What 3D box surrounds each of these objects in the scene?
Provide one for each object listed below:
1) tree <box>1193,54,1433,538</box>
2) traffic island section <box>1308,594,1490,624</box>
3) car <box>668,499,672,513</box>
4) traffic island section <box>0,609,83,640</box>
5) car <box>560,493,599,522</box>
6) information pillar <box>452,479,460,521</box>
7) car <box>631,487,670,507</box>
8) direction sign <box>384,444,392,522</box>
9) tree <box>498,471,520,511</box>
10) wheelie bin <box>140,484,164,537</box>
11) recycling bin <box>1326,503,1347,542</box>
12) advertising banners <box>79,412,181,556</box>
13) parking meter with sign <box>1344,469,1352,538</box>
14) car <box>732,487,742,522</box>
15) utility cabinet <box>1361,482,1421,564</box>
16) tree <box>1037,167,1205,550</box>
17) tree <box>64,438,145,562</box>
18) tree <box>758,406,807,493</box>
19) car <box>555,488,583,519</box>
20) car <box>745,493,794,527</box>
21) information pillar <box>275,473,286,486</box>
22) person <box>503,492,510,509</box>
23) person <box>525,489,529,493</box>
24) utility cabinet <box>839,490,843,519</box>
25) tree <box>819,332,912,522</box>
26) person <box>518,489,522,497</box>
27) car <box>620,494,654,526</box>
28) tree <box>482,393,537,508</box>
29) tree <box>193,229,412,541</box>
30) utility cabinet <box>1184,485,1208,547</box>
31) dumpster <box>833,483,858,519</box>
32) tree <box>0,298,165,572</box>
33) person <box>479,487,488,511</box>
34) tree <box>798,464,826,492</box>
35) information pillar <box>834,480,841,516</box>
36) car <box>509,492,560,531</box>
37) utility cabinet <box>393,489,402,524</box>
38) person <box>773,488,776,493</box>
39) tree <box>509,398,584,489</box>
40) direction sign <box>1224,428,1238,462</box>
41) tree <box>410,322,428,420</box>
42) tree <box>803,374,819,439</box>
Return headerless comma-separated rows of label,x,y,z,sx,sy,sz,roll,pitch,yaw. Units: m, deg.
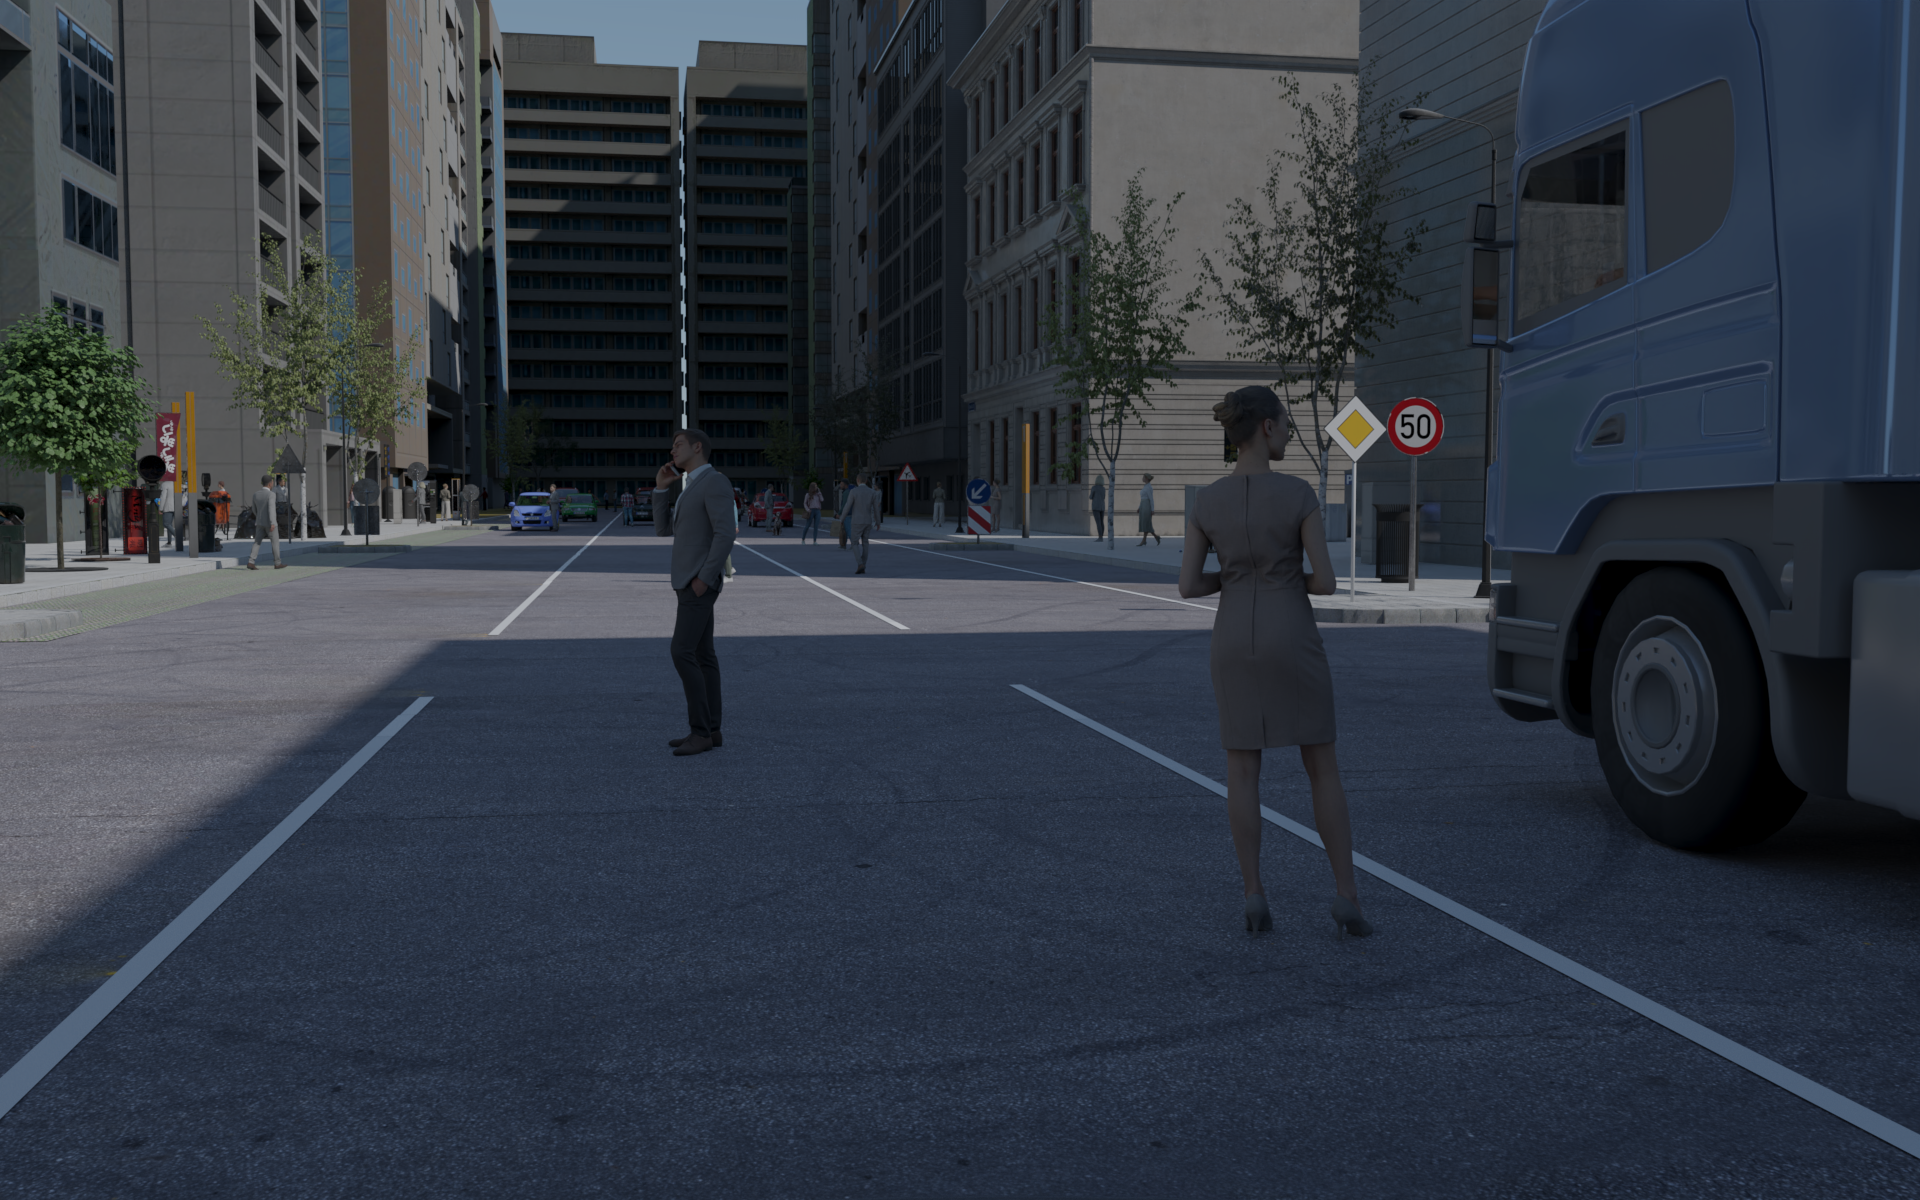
tree,6.179,-4.854,29.718,4.360,8.622,3.978,0,3,0
traffic island section,4.707,0.104,20.578,2.009,0.180,2.903,-1,4,-10
car,-22.328,-7.258,128.456,2.009,1.686,4.222,-1,4,-10
traffic island section,-10.383,0.273,17.817,2.009,0.180,2.903,-1,4,-10
car,-19.750,-4.963,89.935,1.959,1.807,4.718,-1,4,-12
information pillar,-24.374,-4.849,83.779,0.304,2.012,0.304,0,4,0
car,-17.630,-5.488,98.401,2.281,1.827,5.304,-1,4,-11
direction sign,-26.158,-5.328,79.105,0.379,3.537,0.876,0,4,-4
tree,-33.915,-8.303,130.353,1.663,3.219,1.824,0,3,0
wheelie bin,-24.354,-2.703,52.099,0.980,1.594,0.693,1,4,13
recycling bin,9.949,-2.093,46.783,0.722,1.027,0.722,-3,5,-39
advertising banners,-17.504,-2.472,36.613,2.074,3.025,0.090,-3,5,-42
parking meter with sign,11.701,-3.361,51.213,1.738,3.016,0.543,-3,5,-39
car,-12.649,-5.075,91.642,2.281,1.827,5.304,-1,4,-9
utility cabinet,7.913,-1.416,31.834,1.173,1.500,0.318,-2,4,-30
tree,3.535,-5.479,39.940,4.737,8.622,4.395,0,3,0
tree,-16.422,-2.354,33.090,1.663,3.219,1.824,0,3,0
tree,-14.366,-11.604,140.091,4.737,8.622,4.395,0,3,0
car,-23.097,-5.673,101.427,2.281,1.827,5.304,-1,4,-11
car,-8.332,-4.094,75.977,2.155,1.783,4.494,-1,4,-10
information pillar,-24.120,-3.489,61.530,0.304,2.012,0.304,0,4,-6
person,-38.864,-8.659,148.538,0.530,1.710,0.541,-2,4,-35
person,-39.218,-9.198,157.112,1.217,1.739,0.721,-3,5,-42
utility cabinet,-6.184,-5.078,91.697,0.318,1.500,1.173,3,5,39
tree,-4.044,-7.875,79.122,4.360,8.622,3.978,0,3,0
person,-38.415,-8.869,151.604,0.434,1.755,0.990,-2,4,-34
car,-14.677,-4.293,79.982,2.009,1.686,4.222,-1,4,-10
tree,-32.556,-10.744,126.020,4.737,8.622,4.395,0,3,0
tree,-18.320,-5.939,47.462,4.737,8.622,4.395,0,3,0
utility cabinet,5.887,-2.032,41.897,0.318,1.500,1.173,3,5,40
dumpster,-5.769,-5.056,88.424,1.264,1.857,1.865,-1,4,-10
tree,-15.010,-2.767,28.949,4.285,4.588,4.351,0,3,0
person,-36.945,-7.854,134.426,0.705,1.831,1.348,1,4,13
tree,-9.304,-7.084,110.430,1.663,3.219,1.824,0,3,0
information pillar,-6.334,-5.238,90.137,0.304,2.012,0.304,-3,4,-37
car,-16.750,-3.590,68.291,1.945,1.707,3.694,-1,4,-10
utility cabinet,-24.080,-4.008,74.208,0.318,1.500,1.173,-1,4,-15
person,-15.740,-8.575,146.270,0.705,1.821,1.348,-1,4,-15
tree,-40.766,-14.271,167.739,8.767,10.594,7.601,-1,4,-18
direction sign,6.849,-3.073,42.235,0.876,3.537,0.379,-1,4,-13
tree,-20.147,-6.600,58.266,4.737,8.622,4.395,0,3,0
tree,-6.936,-9.072,98.685,4.360,8.622,3.978,0,3,0
